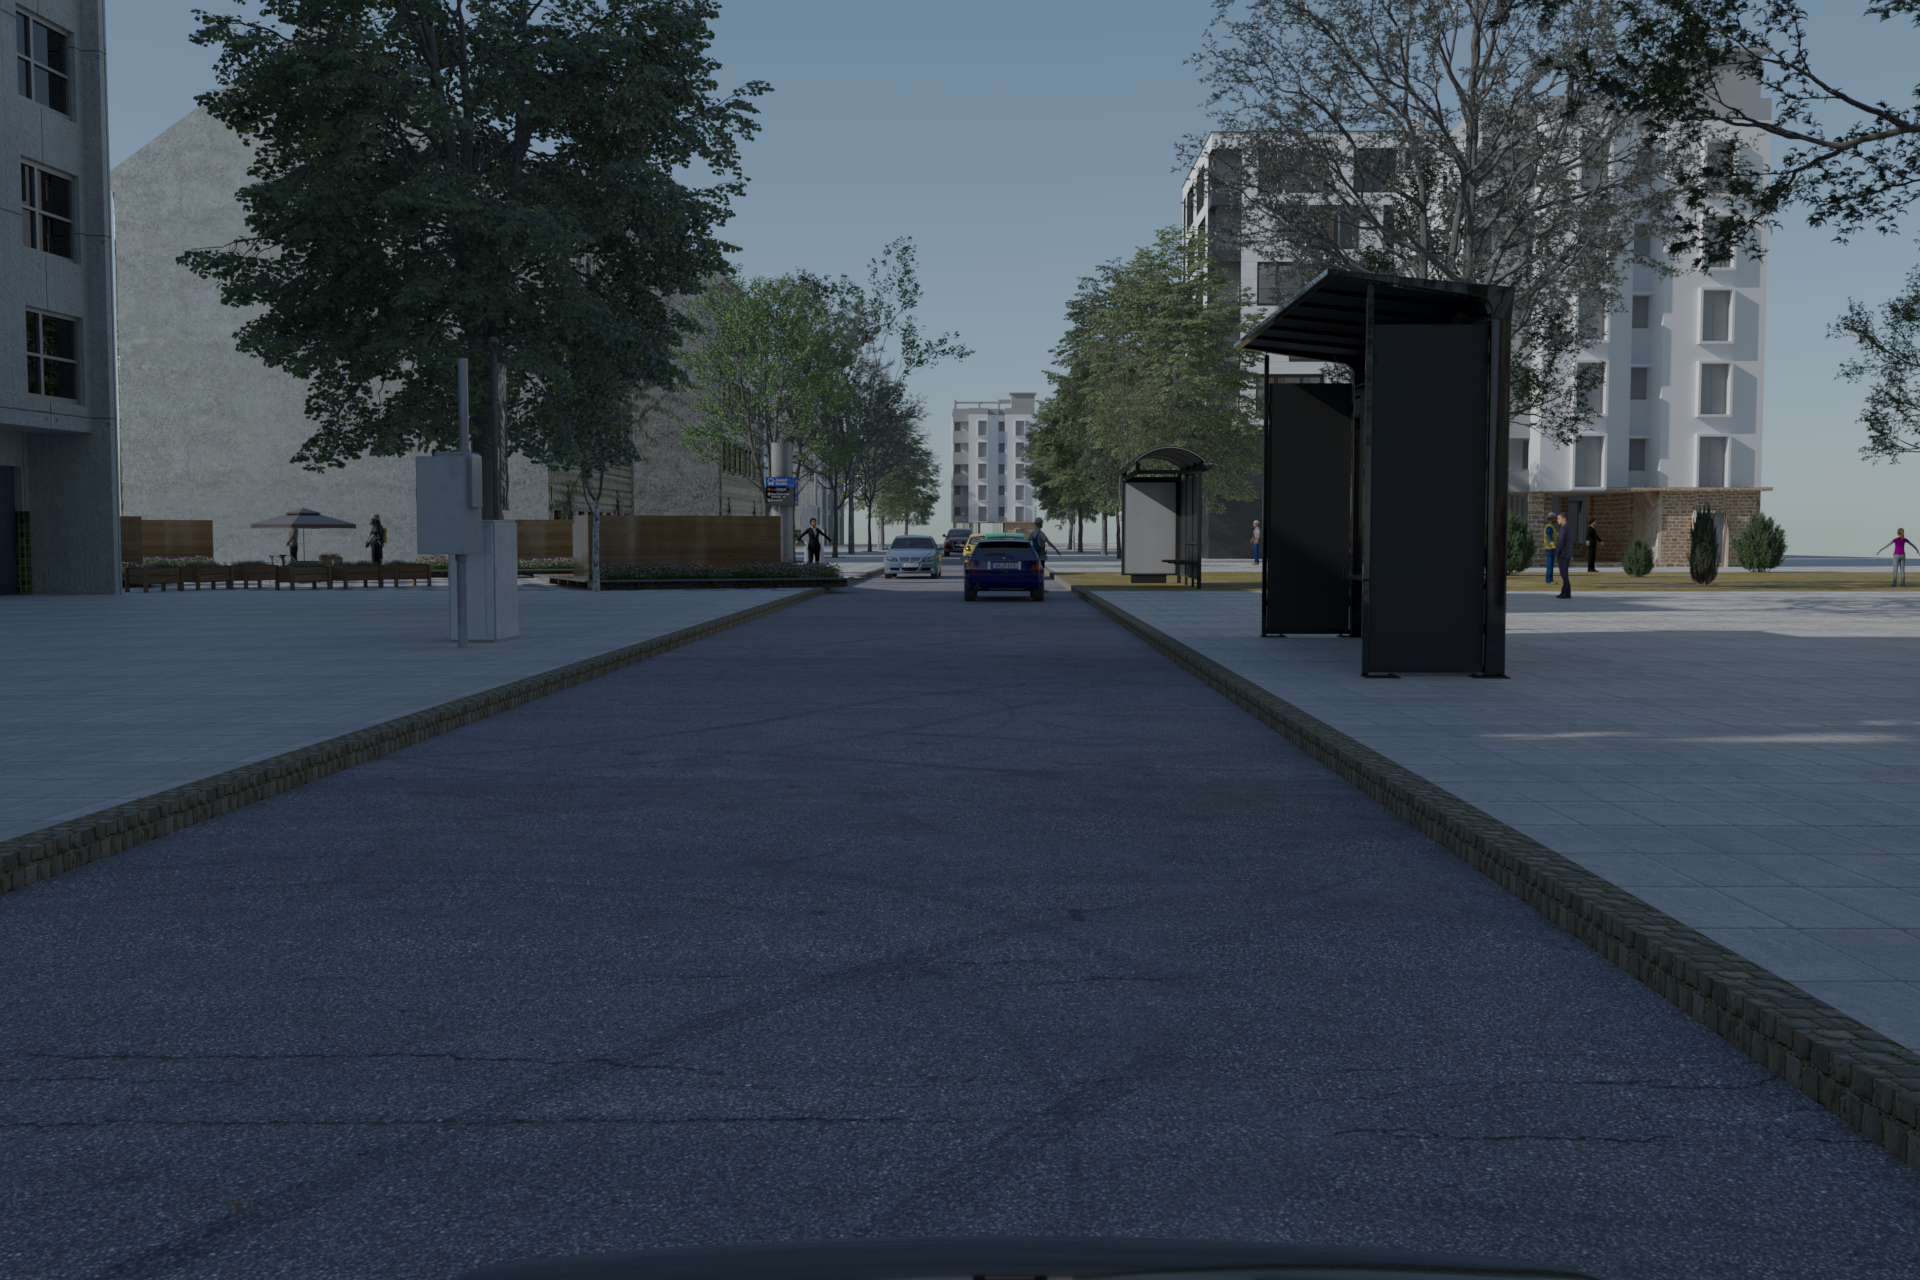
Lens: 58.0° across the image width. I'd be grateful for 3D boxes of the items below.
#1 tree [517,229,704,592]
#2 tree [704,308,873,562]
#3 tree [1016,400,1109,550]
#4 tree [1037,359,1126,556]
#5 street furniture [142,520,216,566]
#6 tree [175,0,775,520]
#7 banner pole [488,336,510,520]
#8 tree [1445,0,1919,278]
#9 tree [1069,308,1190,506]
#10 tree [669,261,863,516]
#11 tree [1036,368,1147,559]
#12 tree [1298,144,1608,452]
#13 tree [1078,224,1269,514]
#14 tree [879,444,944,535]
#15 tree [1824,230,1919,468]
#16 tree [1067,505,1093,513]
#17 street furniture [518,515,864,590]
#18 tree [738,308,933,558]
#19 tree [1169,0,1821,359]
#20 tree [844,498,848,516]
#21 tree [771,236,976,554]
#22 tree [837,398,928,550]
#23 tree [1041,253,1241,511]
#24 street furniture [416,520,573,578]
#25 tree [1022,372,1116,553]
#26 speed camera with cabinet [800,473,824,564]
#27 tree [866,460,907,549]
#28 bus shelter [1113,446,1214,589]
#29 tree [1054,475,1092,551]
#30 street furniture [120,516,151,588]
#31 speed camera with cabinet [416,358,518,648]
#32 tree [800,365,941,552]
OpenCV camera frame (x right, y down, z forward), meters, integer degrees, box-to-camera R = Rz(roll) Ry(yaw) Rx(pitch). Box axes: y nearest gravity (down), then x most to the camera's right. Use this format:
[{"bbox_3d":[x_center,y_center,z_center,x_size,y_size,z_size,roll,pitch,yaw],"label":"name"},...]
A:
[{"bbox_3d":[-8.204,-5.364,38.071,4.360,8.622,3.978,0,3,0],"label":"tree"},{"bbox_3d":[-7.836,-9.404,79.512,9.928,11.665,9.643,0,3,0],"label":"tree"},{"bbox_3d":[9.198,-14.446,142.845,9.857,13.997,8.962,0,3,0],"label":"tree"},{"bbox_3d":[8.451,-11.327,103.328,7.486,12.596,7.792,0,3,0],"label":"tree"},{"bbox_3d":[-27.800,-2.896,54.203,9.812,1.723,11.010,-2,4,-26],"label":"street furniture"},{"bbox_3d":[-7.948,-7.466,28.728,9.857,13.997,8.962,0,3,0],"label":"tree"},{"bbox_3d":[-5.910,-1.973,22.282,0.401,3.779,0.863,0,4,0],"label":"banner pole"},{"bbox_3d":[7.423,-4.685,11.019,8.767,10.594,7.601,0,4,1],"label":"tree"},{"bbox_3d":[5.261,-6.546,57.388,4.360,8.622,3.978,0,3,0],"label":"tree"},{"bbox_3d":[-7.396,-8.575,65.961,9.928,11.665,9.643,0,3,0],"label":"tree"},{"bbox_3d":[8.232,-9.468,89.216,8.767,10.594,7.601,0,4,-1],"label":"tree"},{"bbox_3d":[11.657,-6.518,40.988,7.601,10.594,8.767,2,4,25],"label":"tree"},{"bbox_3d":[7.850,-8.944,64.363,7.486,12.596,7.792,0,3,0],"label":"tree"},{"bbox_3d":[-7.011,-19.754,229.628,9.857,13.997,8.962,0,3,0],"label":"tree"},{"bbox_3d":[28.900,-7.015,49.114,8.767,10.594,7.601,-3,5,-41],"label":"tree"},{"bbox_3d":[15.364,-18.998,236.373,9.928,11.665,9.643,0,3,0],"label":"tree"},{"bbox_3d":[-5.996,-2.199,42.811,11.010,1.723,9.812,-2,4,-23],"label":"street furniture"},{"bbox_3d":[-6.632,-11.197,93.444,12.009,13.543,11.850,0,3,0],"label":"tree"},{"bbox_3d":[7.818,-7.164,27.508,12.009,13.543,11.850,0,3,0],"label":"tree"},{"bbox_3d":[-16.495,-17.232,232.100,4.737,8.622,4.395,0,3,0],"label":"tree"},{"bbox_3d":[-5.730,-15.519,109.621,12.611,20.169,13.585,0,3,0],"label":"tree"},{"bbox_3d":[-6.180,-13.398,137.185,7.486,12.596,7.792,0,3,0],"label":"tree"},{"bbox_3d":[8.542,-10.529,78.797,9.857,13.997,8.962,0,3,0],"label":"tree"},{"bbox_3d":[-14.699,-2.879,53.923,9.812,1.723,11.010,-1,4,-19],"label":"street furniture"},{"bbox_3d":[7.994,-12.333,119.775,7.486,12.596,7.792,0,3,0],"label":"tree"},{"bbox_3d":[-4.844,-3.825,56.868,0.660,3.252,2.038,0,4,1],"label":"speed camera with cabinet"},{"bbox_3d":[-7.016,-11.856,144.214,4.360,8.622,3.978,0,3,0],"label":"tree"},{"bbox_3d":[4.914,-2.976,42.588,2.014,3.302,5.546,0,4,2],"label":"bus shelter"},{"bbox_3d":[8.782,-11.191,133.329,4.737,8.622,4.395,0,3,0],"label":"tree"},{"bbox_3d":[-24.350,-2.145,41.931,9.812,1.723,11.010,-2,4,-31],"label":"street furniture"},{"bbox_3d":[-5.758,-1.586,20.272,0.660,3.252,2.038,0,4,2],"label":"speed camera with cabinet"},{"bbox_3d":[-6.579,-13.143,125.253,12.009,13.543,11.850,0,3,0],"label":"tree"}]
